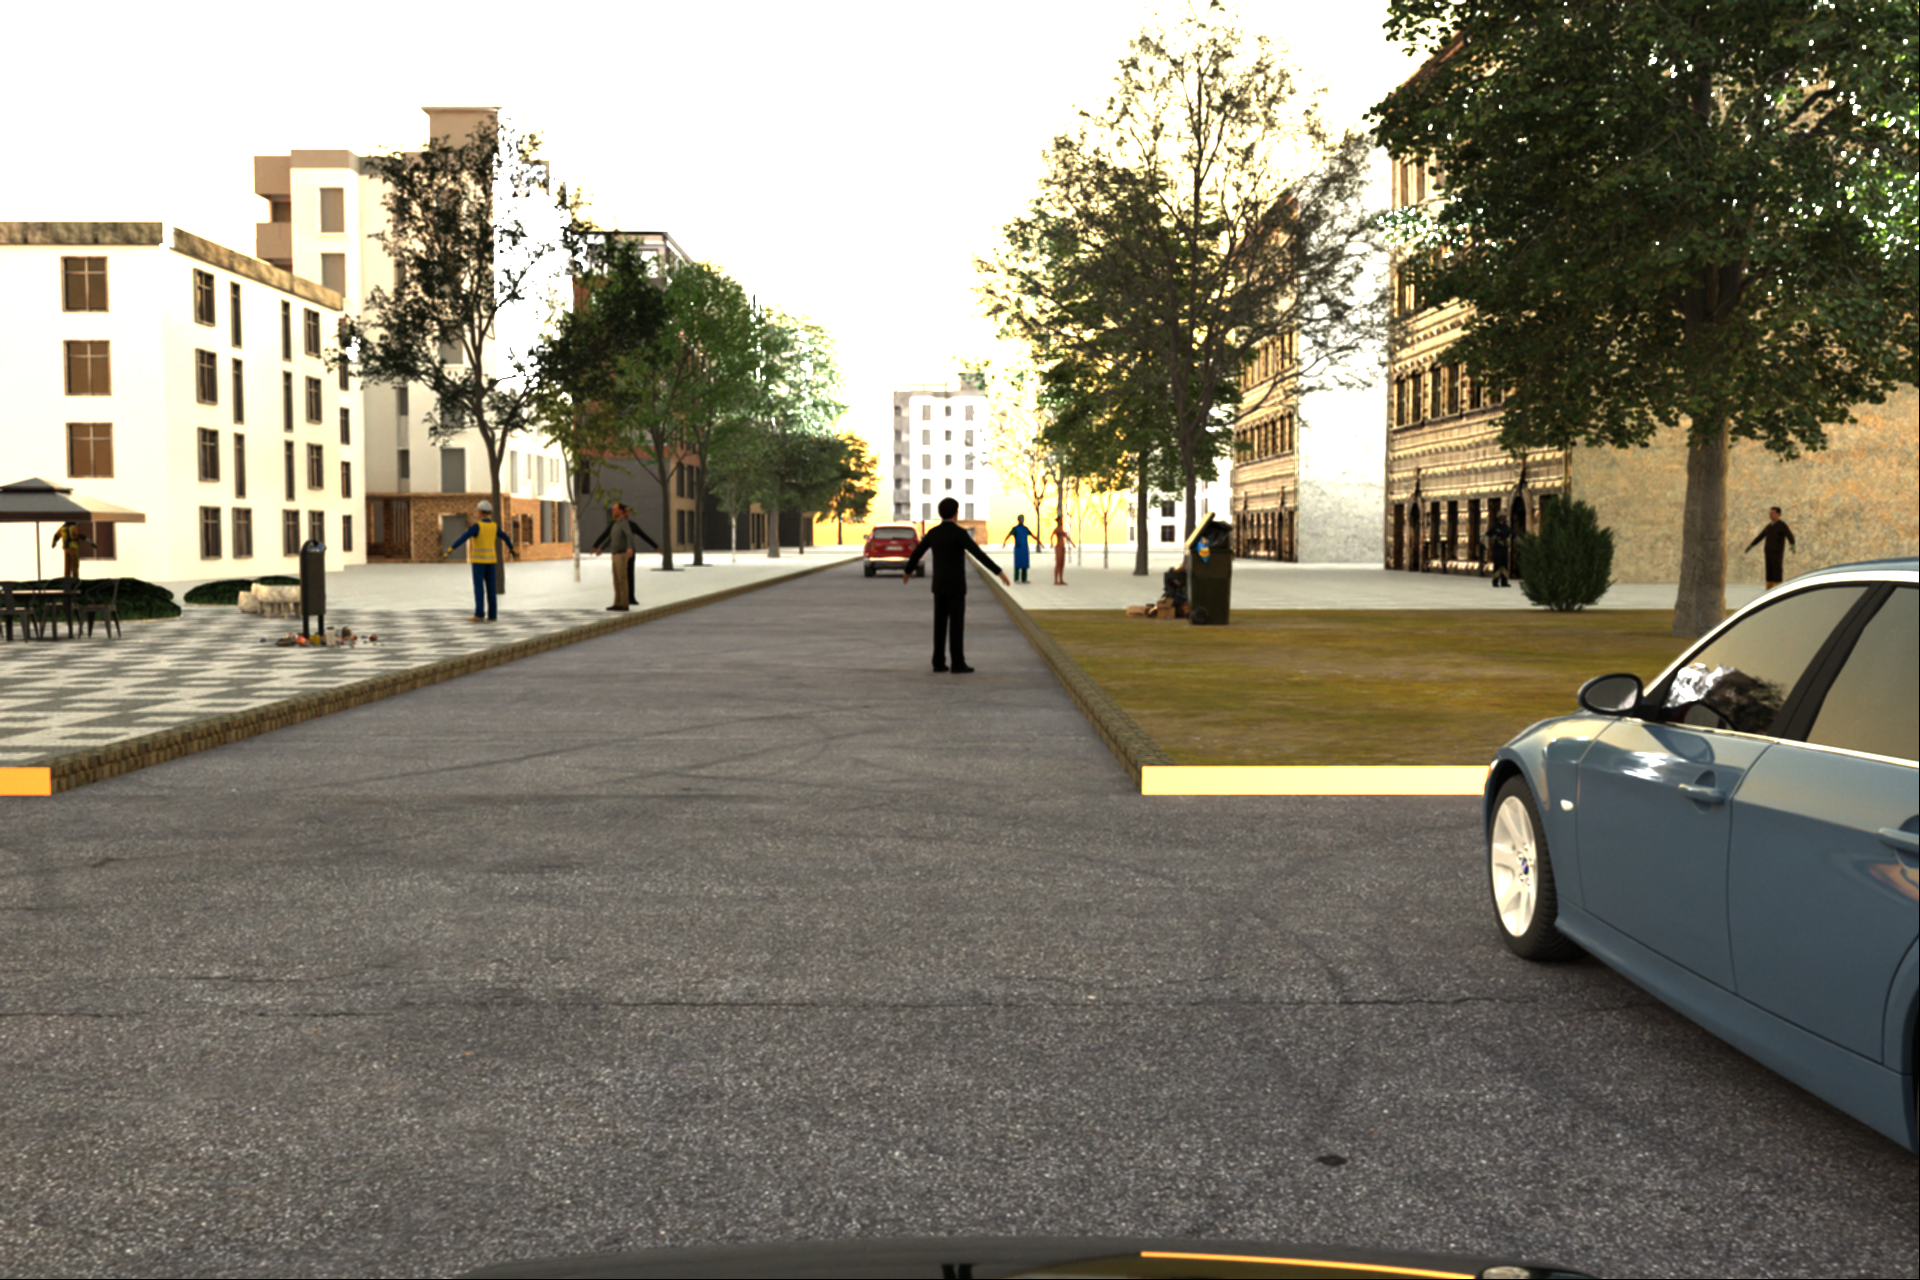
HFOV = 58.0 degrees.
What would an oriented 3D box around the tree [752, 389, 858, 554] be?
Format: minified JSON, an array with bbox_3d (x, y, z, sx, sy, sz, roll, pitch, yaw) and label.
[{"bbox_3d":[-10.282,-10.739,109.994,8.767,10.594,7.601,1,4,22],"label":"tree"}]

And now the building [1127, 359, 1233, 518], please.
[{"bbox_3d":[23.085,-20.078,184.693,16.016,20.090,11.380,0,3,0],"label":"building"}]

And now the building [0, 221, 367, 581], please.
[{"bbox_3d":[-26.098,-7.247,60.640,9.099,9.664,28.070,0,4,-1],"label":"building"}]

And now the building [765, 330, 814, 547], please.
[{"bbox_3d":[-29.597,-19.956,170.256,27.936,21.610,32.646,0,4,0],"label":"building"}]

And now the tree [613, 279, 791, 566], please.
[{"bbox_3d":[-10.381,-8.780,69.310,9.928,11.665,9.643,0,3,0],"label":"tree"}]

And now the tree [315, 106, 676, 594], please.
[{"bbox_3d":[-9.770,-6.280,37.093,8.767,10.594,7.601,1,4,14],"label":"tree"}]

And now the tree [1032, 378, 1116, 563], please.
[{"bbox_3d":[4.843,-7.748,77.036,4.360,8.622,3.978,0,3,0],"label":"tree"}]

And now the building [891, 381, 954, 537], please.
[{"bbox_3d":[-7.724,-21.210,205.666,11.380,20.090,16.016,0,4,-8],"label":"building"}]

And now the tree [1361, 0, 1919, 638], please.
[{"bbox_3d":[9.236,-7.014,21.339,9.857,13.997,8.962,0,3,0],"label":"tree"}]

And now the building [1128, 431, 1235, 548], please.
[{"bbox_3d":[20.968,-13.008,154.820,9.099,9.664,28.070,0,4,-1],"label":"building"}]

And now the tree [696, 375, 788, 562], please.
[{"bbox_3d":[-10.489,-7.829,78.364,4.360,8.622,3.978,0,3,0],"label":"tree"}]

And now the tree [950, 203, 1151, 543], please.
[{"bbox_3d":[5.894,-14.702,96.270,12.611,20.169,13.585,0,3,0],"label":"tree"}]

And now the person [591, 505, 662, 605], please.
[{"bbox_3d":[-6.074,-1.542,31.439,1.346,1.802,0.704,-2,4,-30],"label":"person"}]

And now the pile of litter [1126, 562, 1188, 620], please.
[{"bbox_3d":[3.140,-0.780,26.712,1.176,0.858,1.719,0,3,0],"label":"pile of litter"}]

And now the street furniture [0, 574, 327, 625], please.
[{"bbox_3d":[-13.722,-0.839,29.352,5.734,0.657,10.072,-1,4,-22],"label":"street furniture"}]

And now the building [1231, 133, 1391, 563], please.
[{"bbox_3d":[24.122,-15.540,85.012,19.493,23.208,18.063,0,4,0],"label":"building"}]

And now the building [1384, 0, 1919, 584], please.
[{"bbox_3d":[24.628,-13.564,52.703,19.493,23.208,18.063,0,4,-1],"label":"building"}]

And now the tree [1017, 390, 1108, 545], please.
[{"bbox_3d":[13.083,-21.196,202.442,12.611,20.169,13.585,0,3,0],"label":"tree"}]

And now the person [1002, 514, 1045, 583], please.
[{"bbox_3d":[1.612,-2.383,45.096,1.347,1.817,0.704,-2,4,-34],"label":"person"}]

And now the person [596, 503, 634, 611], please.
[{"bbox_3d":[-5.716,-1.388,28.964,0.705,1.796,1.348,-2,4,-35],"label":"person"}]

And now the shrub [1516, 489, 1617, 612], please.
[{"bbox_3d":[10.003,-1.482,28.649,1.690,2.028,1.600,0,3,0],"label":"shrub"}]

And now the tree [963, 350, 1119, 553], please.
[{"bbox_3d":[5.224,-12.541,115.421,12.009,13.543,11.850,0,3,0],"label":"tree"}]

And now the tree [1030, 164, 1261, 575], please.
[{"bbox_3d":[5.774,-8.316,54.097,7.486,12.596,7.792,0,3,0],"label":"tree"}]

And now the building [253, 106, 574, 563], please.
[{"bbox_3d":[-25.286,-13.553,78.009,16.016,20.090,11.380,0,4,0],"label":"building"}]

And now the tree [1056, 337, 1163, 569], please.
[{"bbox_3d":[5.425,-6.980,64.482,4.360,8.622,3.978,0,3,0],"label":"tree"}]

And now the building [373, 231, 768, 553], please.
[{"bbox_3d":[-30.362,-17.686,133.146,27.936,21.610,32.646,0,4,-1],"label":"building"}]

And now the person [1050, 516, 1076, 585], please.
[{"bbox_3d":[2.586,-2.255,43.669,0.721,1.733,1.217,2,4,33],"label":"person"}]

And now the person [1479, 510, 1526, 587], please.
[{"bbox_3d":[13.117,-2.212,41.944,1.354,1.856,0.705,-1,4,-17],"label":"person"}]

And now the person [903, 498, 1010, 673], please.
[{"bbox_3d":[-0.093,-0.569,17.946,1.347,1.806,0.705,3,4,36],"label":"person"}]

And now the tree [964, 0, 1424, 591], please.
[{"bbox_3d":[5.203,-7.858,38.848,12.009,13.543,11.850,0,3,0],"label":"tree"}]

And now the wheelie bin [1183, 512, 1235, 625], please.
[{"bbox_3d":[3.559,-1.026,24.683,0.693,1.594,0.980,0,3,0],"label":"wheelie bin"}]

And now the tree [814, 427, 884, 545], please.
[{"bbox_3d":[-14.017,-18.159,203.554,9.857,13.997,8.962,0,3,0],"label":"tree"}]

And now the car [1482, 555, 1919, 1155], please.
[{"bbox_3d":[2.739,0.467,4.367,2.014,1.417,4.499,0,4,0],"label":"car"}]

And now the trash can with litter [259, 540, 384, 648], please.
[{"bbox_3d":[-7.444,-0.582,20.574,1.678,1.210,2.233,0,4,-1],"label":"trash can with litter"}]

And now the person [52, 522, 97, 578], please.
[{"bbox_3d":[-23.087,-2.401,45.031,1.354,1.858,0.705,1,4,15],"label":"person"}]

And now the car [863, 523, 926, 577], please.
[{"bbox_3d":[-2.210,-3.092,59.235,2.281,1.827,5.304,0,4,-1],"label":"car"}]

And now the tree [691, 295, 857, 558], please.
[{"bbox_3d":[-10.092,-11.473,94.233,9.857,13.997,8.962,0,3,0],"label":"tree"}]

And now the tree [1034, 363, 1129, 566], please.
[{"bbox_3d":[4.662,-7.326,70.147,4.360,8.622,3.978,0,3,0],"label":"tree"}]

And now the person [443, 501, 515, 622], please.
[{"bbox_3d":[-7.057,-1.166,25.533,0.721,1.772,1.216,3,5,40],"label":"person"}]

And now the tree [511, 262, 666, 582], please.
[{"bbox_3d":[-10.199,-5.868,46.298,4.737,8.622,4.395,0,3,0],"label":"tree"}]

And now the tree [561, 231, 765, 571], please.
[{"bbox_3d":[-10.422,-8.243,60.522,9.928,11.665,9.643,0,3,0],"label":"tree"}]

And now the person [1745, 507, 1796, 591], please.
[{"bbox_3d":[15.878,-1.694,33.827,0.704,1.812,1.346,-1,4,-15],"label":"person"}]
